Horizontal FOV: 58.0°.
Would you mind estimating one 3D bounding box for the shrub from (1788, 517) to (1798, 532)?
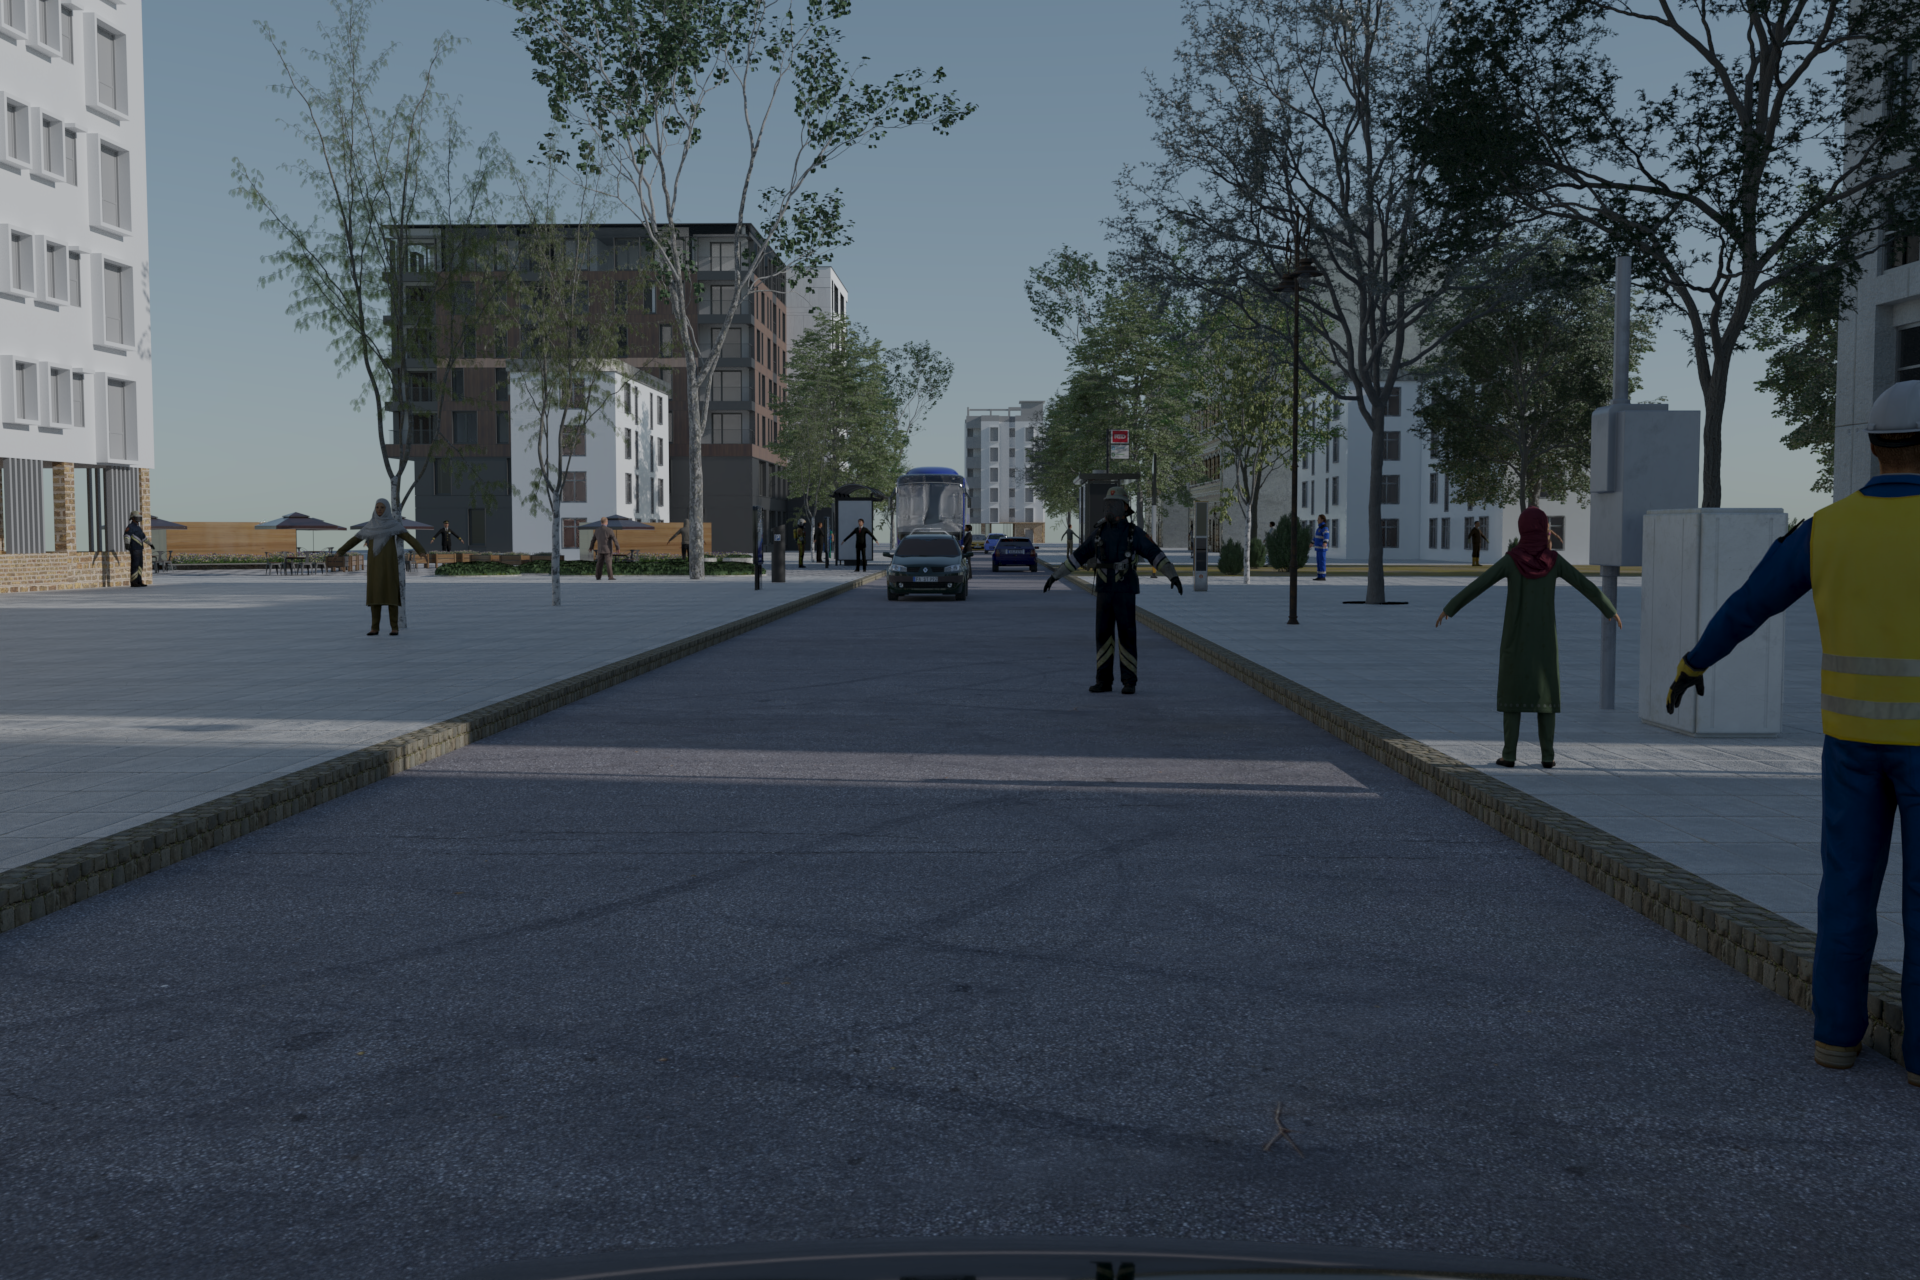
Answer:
[{"bbox_3d":[30.195,-3.648,63.689,1.661,2.075,1.752,0,3,0],"label":"shrub"}]

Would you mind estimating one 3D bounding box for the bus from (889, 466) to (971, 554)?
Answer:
[{"bbox_3d":[-0.951,-4.596,66.685,2.896,3.916,12.251,0,4,1],"label":"bus"}]

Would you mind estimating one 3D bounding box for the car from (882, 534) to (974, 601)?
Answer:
[{"bbox_3d":[-0.688,-1.761,38.578,2.009,1.686,4.222,0,4,1],"label":"car"}]

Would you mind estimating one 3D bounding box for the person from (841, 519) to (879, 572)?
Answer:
[{"bbox_3d":[-3.375,-3.218,58.805,1.347,1.806,0.705,1,4,16],"label":"person"}]

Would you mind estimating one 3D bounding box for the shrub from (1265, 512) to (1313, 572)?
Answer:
[{"bbox_3d":[11.102,-3.332,58.512,1.661,2.075,1.752,0,3,0],"label":"shrub"}]

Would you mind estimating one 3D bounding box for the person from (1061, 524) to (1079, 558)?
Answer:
[{"bbox_3d":[5.696,-5.086,89.423,1.348,1.796,0.705,3,5,43],"label":"person"}]

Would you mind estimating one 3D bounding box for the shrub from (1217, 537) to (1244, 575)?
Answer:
[{"bbox_3d":[8.483,-2.632,54.145,1.383,1.207,1.383,0,3,0],"label":"shrub"}]

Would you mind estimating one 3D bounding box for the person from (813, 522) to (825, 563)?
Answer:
[{"bbox_3d":[-6.215,-4.326,76.958,0.704,1.802,1.346,-2,4,-34],"label":"person"}]

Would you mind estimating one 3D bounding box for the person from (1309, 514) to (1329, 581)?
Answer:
[{"bbox_3d":[9.897,-2.545,47.583,0.704,1.831,1.345,0,4,-5],"label":"person"}]

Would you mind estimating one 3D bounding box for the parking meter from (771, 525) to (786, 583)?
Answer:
[{"bbox_3d":[-4.812,-2.290,45.859,0.372,1.533,0.369,0,3,0],"label":"parking meter"}]

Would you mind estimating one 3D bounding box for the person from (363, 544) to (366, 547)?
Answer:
[{"bbox_3d":[-16.472,-2.573,48.857,0.721,1.737,1.214,1,4,10],"label":"person"}]

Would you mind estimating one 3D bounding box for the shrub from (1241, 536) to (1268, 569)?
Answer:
[{"bbox_3d":[10.857,-3.217,63.719,1.383,1.207,1.383,0,3,0],"label":"shrub"}]

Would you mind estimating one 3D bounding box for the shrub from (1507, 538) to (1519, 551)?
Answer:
[{"bbox_3d":[21.266,-3.366,66.155,1.383,1.207,1.383,0,3,0],"label":"shrub"}]

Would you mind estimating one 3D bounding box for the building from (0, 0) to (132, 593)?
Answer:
[{"bbox_3d":[-25.762,-10.658,30.683,16.016,20.090,11.380,0,4,2],"label":"building"}]

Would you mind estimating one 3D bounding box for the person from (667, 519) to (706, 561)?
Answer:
[{"bbox_3d":[-9.510,-3.310,60.241,1.348,1.813,0.705,-1,4,-11],"label":"person"}]

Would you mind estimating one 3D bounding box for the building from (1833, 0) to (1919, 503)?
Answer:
[{"bbox_3d":[28.031,-9.587,23.209,16.747,18.905,31.486,0,4,1],"label":"building"}]

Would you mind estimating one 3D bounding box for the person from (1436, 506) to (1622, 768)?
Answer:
[{"bbox_3d":[3.142,-0.022,9.572,0.989,1.438,0.599,1,4,10],"label":"person"}]

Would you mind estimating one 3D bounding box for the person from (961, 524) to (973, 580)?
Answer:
[{"bbox_3d":[0.168,-2.731,53.833,0.721,1.740,1.216,1,4,11],"label":"person"}]

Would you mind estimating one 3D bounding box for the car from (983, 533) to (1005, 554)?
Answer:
[{"bbox_3d":[2.624,-7.141,126.354,1.945,1.707,3.694,0,4,0],"label":"car"}]

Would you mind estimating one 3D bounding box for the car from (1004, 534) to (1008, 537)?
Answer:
[{"bbox_3d":[3.637,-9.005,157.025,2.009,1.686,4.222,0,4,0],"label":"car"}]

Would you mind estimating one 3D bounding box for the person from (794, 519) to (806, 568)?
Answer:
[{"bbox_3d":[-5.979,-3.659,65.601,0.705,1.858,1.354,0,4,-2],"label":"person"}]

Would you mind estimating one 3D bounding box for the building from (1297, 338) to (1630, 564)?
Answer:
[{"bbox_3d":[24.130,-8.929,88.137,9.099,9.664,28.070,0,4,1],"label":"building"}]

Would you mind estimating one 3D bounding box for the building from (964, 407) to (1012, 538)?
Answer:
[{"bbox_3d":[0.960,-23.868,249.116,11.380,20.090,16.016,0,4,-1],"label":"building"}]

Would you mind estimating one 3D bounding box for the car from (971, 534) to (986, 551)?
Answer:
[{"bbox_3d":[1.380,-7.618,134.774,2.015,1.641,3.980,0,4,1],"label":"car"}]

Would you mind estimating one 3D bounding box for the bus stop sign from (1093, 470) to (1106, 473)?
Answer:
[{"bbox_3d":[5.763,-5.029,71.246,0.837,3.901,0.837,0,4,1],"label":"bus stop sign"}]

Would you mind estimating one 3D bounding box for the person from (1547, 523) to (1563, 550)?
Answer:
[{"bbox_3d":[23.193,-3.771,68.459,1.217,1.733,0.721,1,4,22],"label":"person"}]

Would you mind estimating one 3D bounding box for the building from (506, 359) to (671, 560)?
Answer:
[{"bbox_3d":[-20.720,-9.477,97.101,9.099,9.664,28.070,0,4,1],"label":"building"}]

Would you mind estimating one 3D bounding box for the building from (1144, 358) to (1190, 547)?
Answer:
[{"bbox_3d":[28.814,-21.025,174.693,19.493,23.208,18.063,0,4,1],"label":"building"}]

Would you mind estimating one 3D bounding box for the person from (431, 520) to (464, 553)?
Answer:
[{"bbox_3d":[-20.707,-3.910,69.858,1.347,1.837,0.705,-2,4,-34],"label":"person"}]

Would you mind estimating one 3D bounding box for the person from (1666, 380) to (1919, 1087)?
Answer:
[{"bbox_3d":[2.505,0.234,4.599,0.705,1.833,1.349,-3,5,-43],"label":"person"}]

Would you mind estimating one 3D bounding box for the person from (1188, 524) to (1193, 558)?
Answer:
[{"bbox_3d":[12.311,-5.196,91.097,0.704,1.843,1.345,-1,4,-23],"label":"person"}]

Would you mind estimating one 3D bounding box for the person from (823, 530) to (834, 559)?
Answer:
[{"bbox_3d":[-6.755,-5.017,88.154,0.704,1.817,1.347,-3,4,-36],"label":"person"}]

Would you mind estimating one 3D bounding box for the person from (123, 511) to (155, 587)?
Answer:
[{"bbox_3d":[-19.885,-2.202,41.864,0.704,1.845,1.351,0,4,0],"label":"person"}]

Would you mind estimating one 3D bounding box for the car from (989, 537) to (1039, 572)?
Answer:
[{"bbox_3d":[2.090,-3.309,66.684,1.945,1.354,3.894,0,4,1],"label":"car"}]

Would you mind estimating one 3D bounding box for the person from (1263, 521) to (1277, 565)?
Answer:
[{"bbox_3d":[12.918,-4.016,71.845,0.705,1.806,1.347,2,4,33],"label":"person"}]

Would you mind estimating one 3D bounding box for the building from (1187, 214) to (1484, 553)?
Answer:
[{"bbox_3d":[27.024,-18.029,125.700,19.493,23.208,18.063,0,4,1],"label":"building"}]

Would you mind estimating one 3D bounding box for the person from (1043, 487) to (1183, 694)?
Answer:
[{"bbox_3d":[1.398,-0.450,15.600,1.354,1.856,0.705,2,4,29],"label":"person"}]

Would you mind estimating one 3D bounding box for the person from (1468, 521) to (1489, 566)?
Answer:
[{"bbox_3d":[20.556,-3.836,68.851,1.346,1.812,0.704,-3,4,-38],"label":"person"}]

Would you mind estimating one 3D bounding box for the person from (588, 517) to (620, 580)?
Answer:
[{"bbox_3d":[-9.914,-2.553,48.335,0.990,1.755,0.434,1,4,22],"label":"person"}]

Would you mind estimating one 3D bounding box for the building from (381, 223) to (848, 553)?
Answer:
[{"bbox_3d":[-23.795,-17.527,130.542,27.936,21.610,32.646,0,4,1],"label":"building"}]

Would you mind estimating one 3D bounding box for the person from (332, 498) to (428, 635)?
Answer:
[{"bbox_3d":[-7.307,-0.922,21.857,1.217,1.736,0.721,0,4,1],"label":"person"}]
